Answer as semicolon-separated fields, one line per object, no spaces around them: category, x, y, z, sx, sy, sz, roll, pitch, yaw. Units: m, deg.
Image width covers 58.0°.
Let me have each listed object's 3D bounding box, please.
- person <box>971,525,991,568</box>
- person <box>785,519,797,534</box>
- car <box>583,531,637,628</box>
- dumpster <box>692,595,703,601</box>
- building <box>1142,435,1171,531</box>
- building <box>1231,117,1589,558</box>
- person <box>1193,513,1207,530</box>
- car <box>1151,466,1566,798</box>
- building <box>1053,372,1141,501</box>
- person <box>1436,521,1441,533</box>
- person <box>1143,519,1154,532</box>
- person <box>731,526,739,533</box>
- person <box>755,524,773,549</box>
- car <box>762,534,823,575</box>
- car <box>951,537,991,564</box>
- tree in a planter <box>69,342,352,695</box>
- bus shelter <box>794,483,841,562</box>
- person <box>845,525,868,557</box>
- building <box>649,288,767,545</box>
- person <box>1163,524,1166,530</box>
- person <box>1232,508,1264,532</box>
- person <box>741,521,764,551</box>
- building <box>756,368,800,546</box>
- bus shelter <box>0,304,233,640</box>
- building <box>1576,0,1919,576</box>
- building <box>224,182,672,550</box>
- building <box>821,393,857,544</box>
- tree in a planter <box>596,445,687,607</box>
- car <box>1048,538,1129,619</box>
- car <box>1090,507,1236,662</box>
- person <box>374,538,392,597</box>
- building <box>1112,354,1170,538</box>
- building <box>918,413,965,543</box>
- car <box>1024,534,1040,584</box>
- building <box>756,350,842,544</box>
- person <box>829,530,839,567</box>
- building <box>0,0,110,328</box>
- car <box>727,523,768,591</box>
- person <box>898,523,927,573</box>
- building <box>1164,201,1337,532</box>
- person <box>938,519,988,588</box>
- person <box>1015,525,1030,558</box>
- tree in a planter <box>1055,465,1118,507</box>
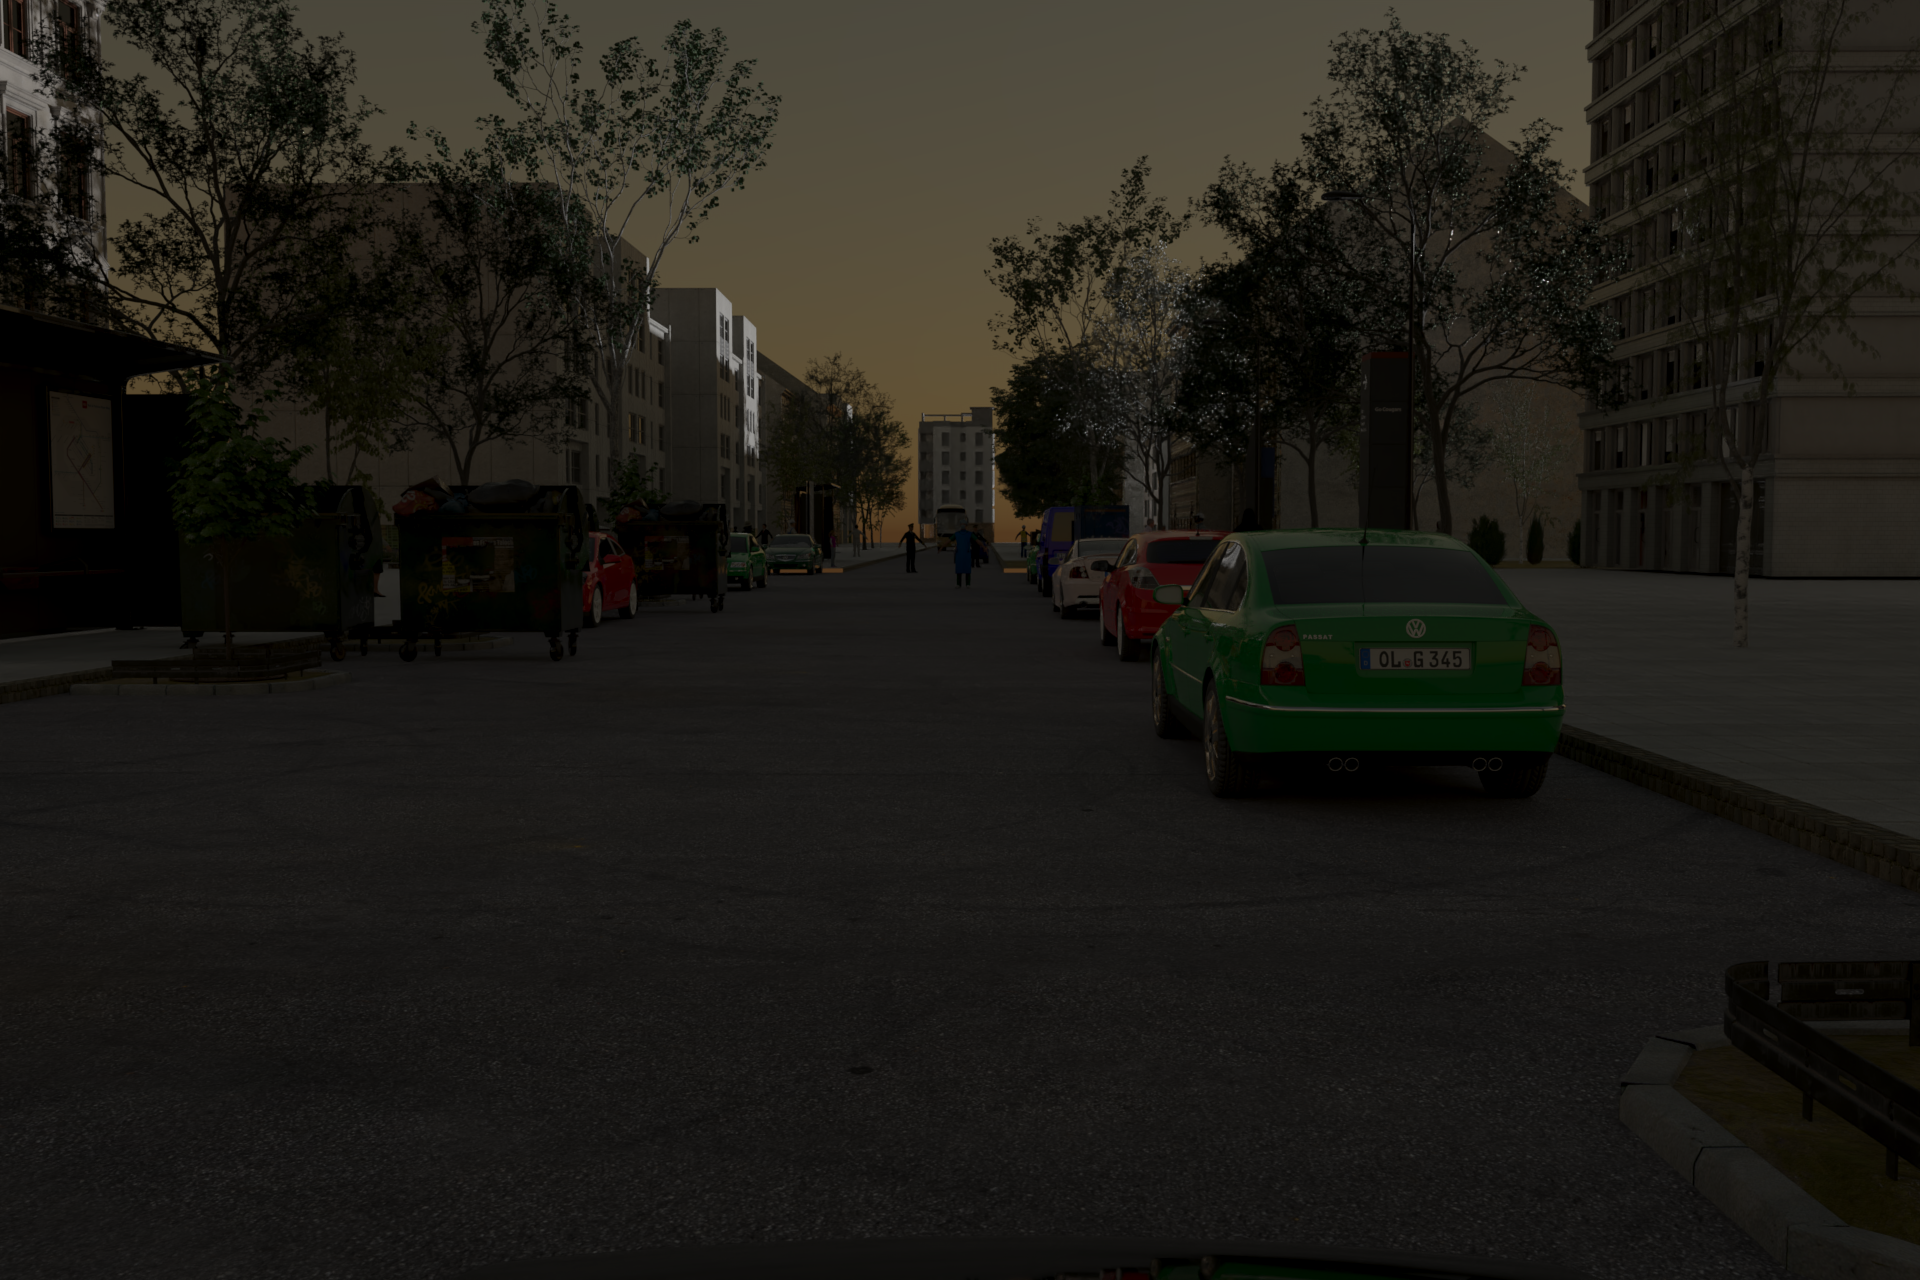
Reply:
person;0.676;-4.012;73.988;1.347;1.837;0.705;-2;4;-27
person;-6.471;-3.742;67.046;0.705;1.847;1.347;-3;4;-37
car;-6.416;-1.150;27.836;2.155;1.783;4.494;0;4;1
dumpster;-6.431;-1.807;37.763;1.865;1.857;1.264;0;4;1
building;20.918;-12.336;143.840;9.099;9.664;28.070;0;4;1
building;26.397;-16.483;100.432;19.493;23.208;18.063;0;4;1
person;6.344;-2.459;46.036;0.704;1.849;1.345;2;4;30
car;2.247;-0.121;10.770;1.959;1.807;4.718;0;3;0
building;25.347;-23.845;233.837;27.936;21.610;32.646;0;4;1
person;19.300;-3.898;69.862;0.705;1.813;1.348;-1;4;-9
person;5.256;-2.497;47.800;0.436;1.711;0.756;0;4;-1
person;-13.273;-5.845;102.279;1.216;1.740;0.721;-1;4;-15
person;-9.939;-4.998;87.904;1.347;1.806;0.705;2;4;35
car;-5.974;-3.075;62.068;2.131;1.459;4.920;0;4;1
car;0.550;-4.458;85.475;1.945;1.354;3.894;0;3;0
tree in a planter;-6.919;-1.166;16.281;1.991;3.239;1.994;0;4;2
bus shelter;-6.792;-5.607;82.962;1.731;3.624;6.357;0;3;0
person;-5.839;-5.603;97.787;1.347;1.806;0.705;-1;4;-8
building;-25.826;-16.752;140.345;16.747;18.905;31.486;0;3;0
person;11.598;-5.651;98.360;1.349;1.833;0.705;-2;4;-32
person;5.042;-1.447;30.437;1.214;1.737;0.721;0;4;-6
person;-6.689;-2.850;54.833;0.705;1.856;1.354;-3;5;-42
building;-27.707;-21.904;189.062;19.493;23.208;18.063;0;4;1
bus shelter;-10.596;-1.762;20.097;1.731;3.624;6.357;0;4;1
building;26.702;-12.744;55.037;8.464;21.280;15.925;0;4;1
building;-28.443;-14.483;103.252;16.747;18.905;31.486;0;4;1
building;-23.550;-22.446;233.454;16.747;18.905;31.486;0;4;1
tree in a planter;-6.610;-2.310;34.987;1.991;3.239;1.994;0;4;1
car;2.619;-1.107;30.469;2.083;1.381;4.827;0;4;0
car;2.686;-0.727;20.928;2.155;1.783;4.494;0;4;0
person;-11.826;-1.738;35.254;0.721;1.735;1.217;-3;4;-37
building;26.561;-21.932;189.516;19.493;23.208;18.063;0;4;1
building;-5.896;-24.580;260.753;11.380;20.090;16.016;0;4;-4
car;2.879;-2.564;50.724;1.959;1.807;4.718;0;4;0
building;-24.373;-23.061;207.980;19.493;23.208;18.063;0;4;1
person;-4.862;-3.544;67.205;0.599;1.433;0.991;1;4;9
building;-31.344;-12.685;43.556;11.583;22.565;21.152;0;3;0
car;-6.092;-2.213;44.971;1.959;1.807;4.718;0;4;1
person;-1.797;-3.410;64.140;1.347;1.837;0.705;-3;5;-41
building;24.693;-17.664;119.730;19.493;23.208;18.063;0;4;1
person;0.085;-2.272;45.730;1.347;1.817;0.704;1;4;10
person;3.484;-5.313;93.335;1.216;1.772;0.721;2;4;31
tree in a planter;3.265;-2.916;44.894;1.991;3.239;1.994;0;4;1
